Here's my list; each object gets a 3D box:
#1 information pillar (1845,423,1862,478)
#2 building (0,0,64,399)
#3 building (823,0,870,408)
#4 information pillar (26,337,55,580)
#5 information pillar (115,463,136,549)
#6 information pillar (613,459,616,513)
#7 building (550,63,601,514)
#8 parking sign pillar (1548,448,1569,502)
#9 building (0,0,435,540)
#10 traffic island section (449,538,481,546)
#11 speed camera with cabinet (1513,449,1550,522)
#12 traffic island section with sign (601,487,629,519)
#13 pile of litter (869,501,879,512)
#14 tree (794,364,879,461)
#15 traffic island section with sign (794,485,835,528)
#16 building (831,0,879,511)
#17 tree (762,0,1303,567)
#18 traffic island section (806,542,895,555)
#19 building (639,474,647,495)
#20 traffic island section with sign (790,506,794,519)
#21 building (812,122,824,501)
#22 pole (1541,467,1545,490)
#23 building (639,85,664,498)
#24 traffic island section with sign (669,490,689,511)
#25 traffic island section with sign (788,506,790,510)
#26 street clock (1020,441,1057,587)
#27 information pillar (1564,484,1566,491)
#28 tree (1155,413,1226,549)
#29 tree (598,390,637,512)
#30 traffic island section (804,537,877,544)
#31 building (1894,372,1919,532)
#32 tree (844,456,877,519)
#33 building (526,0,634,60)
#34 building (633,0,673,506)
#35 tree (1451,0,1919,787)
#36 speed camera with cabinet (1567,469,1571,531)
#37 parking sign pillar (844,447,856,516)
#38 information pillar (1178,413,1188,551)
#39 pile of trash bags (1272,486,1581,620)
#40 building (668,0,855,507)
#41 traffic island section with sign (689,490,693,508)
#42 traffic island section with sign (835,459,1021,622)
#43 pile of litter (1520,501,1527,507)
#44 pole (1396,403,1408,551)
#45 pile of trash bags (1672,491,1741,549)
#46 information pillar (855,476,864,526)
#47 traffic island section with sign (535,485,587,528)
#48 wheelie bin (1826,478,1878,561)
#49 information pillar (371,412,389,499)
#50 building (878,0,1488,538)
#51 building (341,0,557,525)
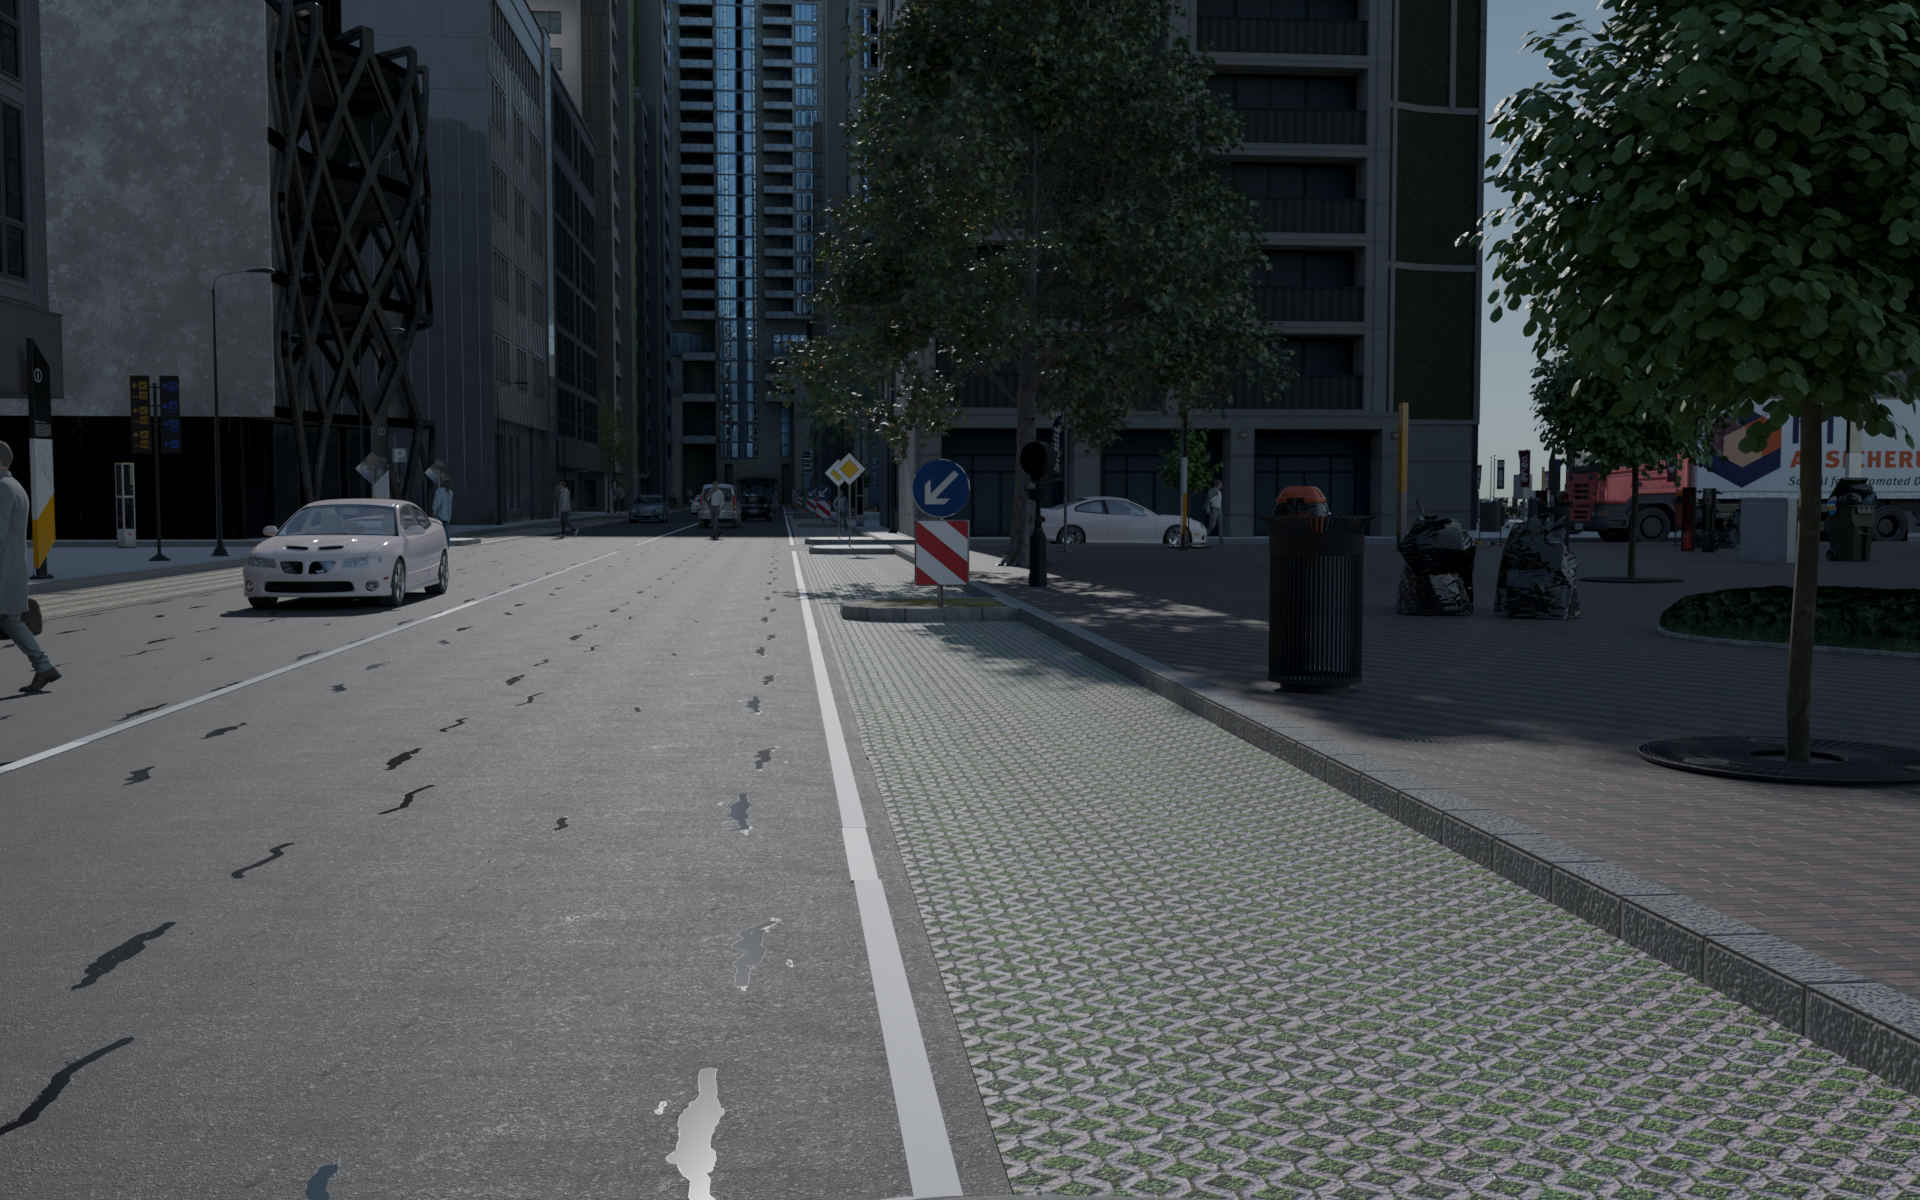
[{"bbox_3d":[18.095,-2.675,35.099,0.504,3.616,0.183,-2,4,-35],"label":"information pillar"},{"bbox_3d":[-20.186,-13.562,15.251,14.314,27.812,24.014,0,4,-6],"label":"building"},{"bbox_3d":[-3.098,-38.583,172.823,21.231,58.520,28.212,0,4,-6],"label":"building"},{"bbox_3d":[-13.864,-2.127,26.127,0.183,3.616,0.504,0,4,1],"label":"information pillar"},{"bbox_3d":[-19.717,-2.228,40.924,0.304,2.012,0.304,2,4,33],"label":"information pillar"},{"bbox_3d":[-23.085,-7.609,115.762,0.183,3.616,0.504,0,4,-6],"label":"information pillar"},{"bbox_3d":[-29.706,-18.883,102.240,14.314,27.812,24.014,0,4,-6],"label":"building"},{"bbox_3d":[32.897,-6.571,95.907,1.447,3.967,1.447,1,4,9],"label":"parking sign pillar"},{"bbox_3d":[-26.122,-11.529,55.958,16.820,18.784,16.811,0,4,-6],"label":"building"},{"bbox_3d":[-14.719,-1.631,48.955,2.009,0.180,2.903,0,4,-6],"label":"traffic island section"},{"bbox_3d":[25.505,-5.073,77.283,2.038,3.252,0.660,-3,4,-39],"label":"speed camera with cabinet"},{"bbox_3d":[-19.720,-5.620,100.510,1.989,1.847,2.006,0,4,-6],"label":"traffic island section with sign"},{"bbox_3d":[-5.983,-6.721,123.850,1.176,0.858,1.719,1,4,14],"label":"pile of litter"},{"bbox_3d":[-7.595,-11.614,115.646,9.928,11.665,9.643,0,3,0],"label":"tree"},{"bbox_3d":[-6.018,-4.034,74.577,1.989,1.847,2.006,0,4,-6],"label":"traffic island section with sign"},{"bbox_3d":[-0.262,-50.723,141.990,22.319,86.520,31.000,0,4,-6],"label":"building"},{"bbox_3d":[1.283,-6.954,30.712,9.611,12.733,9.660,0,3,0],"label":"tree"},{"bbox_3d":[-2.665,-1.216,42.165,2.009,0.180,2.903,0,4,-6],"label":"traffic island section"},{"bbox_3d":[-43.606,-27.870,147.550,32.217,40.220,23.993,0,4,-6],"label":"building"},{"bbox_3d":[-8.790,-5.674,101.389,1.989,1.847,2.006,0,4,-6],"label":"traffic island section with sign"},{"bbox_3d":[-9.491,-31.217,193.986,14.154,41.232,14.086,0,4,-6],"label":"building"},{"bbox_3d":[43.498,-8.281,129.240,0.158,3.312,0.155,0,3,0],"label":"pole"},{"bbox_3d":[-36.588,-29.648,168.336,14.154,41.232,14.086,0,4,-6],"label":"building"},{"bbox_3d":[-24.937,-8.705,150.960,1.989,1.847,2.006,0,4,-6],"label":"traffic island section with sign"},{"bbox_3d":[-14.002,-8.756,151.785,1.989,1.847,2.006,0,4,-6],"label":"traffic island section with sign"},{"bbox_3d":[1.079,-1.185,23.949,0.471,2.002,0.358,3,4,38],"label":"street clock"},{"bbox_3d":[42.468,-7.140,121.224,0.304,2.012,0.304,1,4,8],"label":"information pillar"},{"bbox_3d":[5.567,-2.852,41.224,1.663,3.219,1.824,0,3,0],"label":"tree"},{"bbox_3d":[-24.360,-10.426,120.822,4.737,8.622,4.395,0,3,0],"label":"tree"},{"bbox_3d":[-3.486,-1.702,50.108,2.009,0.180,2.903,0,4,-6],"label":"traffic island section"},{"bbox_3d":[34.948,-23.036,60.235,14.086,41.232,14.154,0,4,-6],"label":"building"},{"bbox_3d":[-5.379,-5.779,89.094,1.663,3.219,1.824,0,3,0],"label":"tree"},{"bbox_3d":[-31.840,-27.258,129.255,14.154,41.232,14.086,0,4,-6],"label":"building"},{"bbox_3d":[-45.609,-39.397,186.140,28.212,58.520,21.231,0,4,-6],"label":"building"},{"bbox_3d":[3.997,-1.489,8.058,4.285,4.588,4.351,0,3,0],"label":"tree"},{"bbox_3d":[22.159,-4.026,60.161,2.038,3.252,0.660,1,4,20],"label":"speed camera with cabinet"},{"bbox_3d":[-6.378,-6.826,100.070,1.447,3.967,1.447,-1,4,-15],"label":"parking sign pillar"},{"bbox_3d":[5.080,-2.933,39.309,0.183,3.616,0.504,0,4,1],"label":"information pillar"},{"bbox_3d":[5.104,-0.569,19.056,3.447,1.369,1.912,2,4,28],"label":"pile of trash bags"},{"bbox_3d":[-29.563,-55.304,216.890,31.000,86.520,22.319,0,4,-6],"label":"building"},{"bbox_3d":[-27.761,-10.372,178.211,1.989,1.847,2.006,0,4,-6],"label":"traffic island section with sign"},{"bbox_3d":[-0.397,-0.712,20.265,1.989,1.847,2.006,0,4,-6],"label":"traffic island section with sign"},{"bbox_3d":[40.154,-6.755,124.408,1.176,0.858,1.719,2,4,29],"label":"pile of litter"},{"bbox_3d":[9.905,-2.749,38.783,0.158,3.312,0.155,0,3,0],"label":"pole"},{"bbox_3d":[18.587,-1.993,42.330,1.912,1.369,3.447,-1,4,-13],"label":"pile of trash bags"},{"bbox_3d":[-4.006,-3.950,69.080,0.304,2.012,0.304,-1,4,-9],"label":"information pillar"},{"bbox_3d":[-16.949,-3.980,73.697,1.989,1.847,2.006,0,4,-6],"label":"traffic island section with sign"},{"bbox_3d":[17.104,-1.545,33.167,0.980,1.594,0.693,-1,4,-20],"label":"wheelie bin"},{"bbox_3d":[-16.548,-3.555,49.471,0.504,3.616,0.183,0,4,4],"label":"information pillar"},{"bbox_3d":[7.868,-37.997,59.499,20.611,71.187,20.563,0,4,-6],"label":"building"},{"bbox_3d":[-26.149,-16.012,79.820,12.078,24.808,19.932,0,4,-6],"label":"building"}]
